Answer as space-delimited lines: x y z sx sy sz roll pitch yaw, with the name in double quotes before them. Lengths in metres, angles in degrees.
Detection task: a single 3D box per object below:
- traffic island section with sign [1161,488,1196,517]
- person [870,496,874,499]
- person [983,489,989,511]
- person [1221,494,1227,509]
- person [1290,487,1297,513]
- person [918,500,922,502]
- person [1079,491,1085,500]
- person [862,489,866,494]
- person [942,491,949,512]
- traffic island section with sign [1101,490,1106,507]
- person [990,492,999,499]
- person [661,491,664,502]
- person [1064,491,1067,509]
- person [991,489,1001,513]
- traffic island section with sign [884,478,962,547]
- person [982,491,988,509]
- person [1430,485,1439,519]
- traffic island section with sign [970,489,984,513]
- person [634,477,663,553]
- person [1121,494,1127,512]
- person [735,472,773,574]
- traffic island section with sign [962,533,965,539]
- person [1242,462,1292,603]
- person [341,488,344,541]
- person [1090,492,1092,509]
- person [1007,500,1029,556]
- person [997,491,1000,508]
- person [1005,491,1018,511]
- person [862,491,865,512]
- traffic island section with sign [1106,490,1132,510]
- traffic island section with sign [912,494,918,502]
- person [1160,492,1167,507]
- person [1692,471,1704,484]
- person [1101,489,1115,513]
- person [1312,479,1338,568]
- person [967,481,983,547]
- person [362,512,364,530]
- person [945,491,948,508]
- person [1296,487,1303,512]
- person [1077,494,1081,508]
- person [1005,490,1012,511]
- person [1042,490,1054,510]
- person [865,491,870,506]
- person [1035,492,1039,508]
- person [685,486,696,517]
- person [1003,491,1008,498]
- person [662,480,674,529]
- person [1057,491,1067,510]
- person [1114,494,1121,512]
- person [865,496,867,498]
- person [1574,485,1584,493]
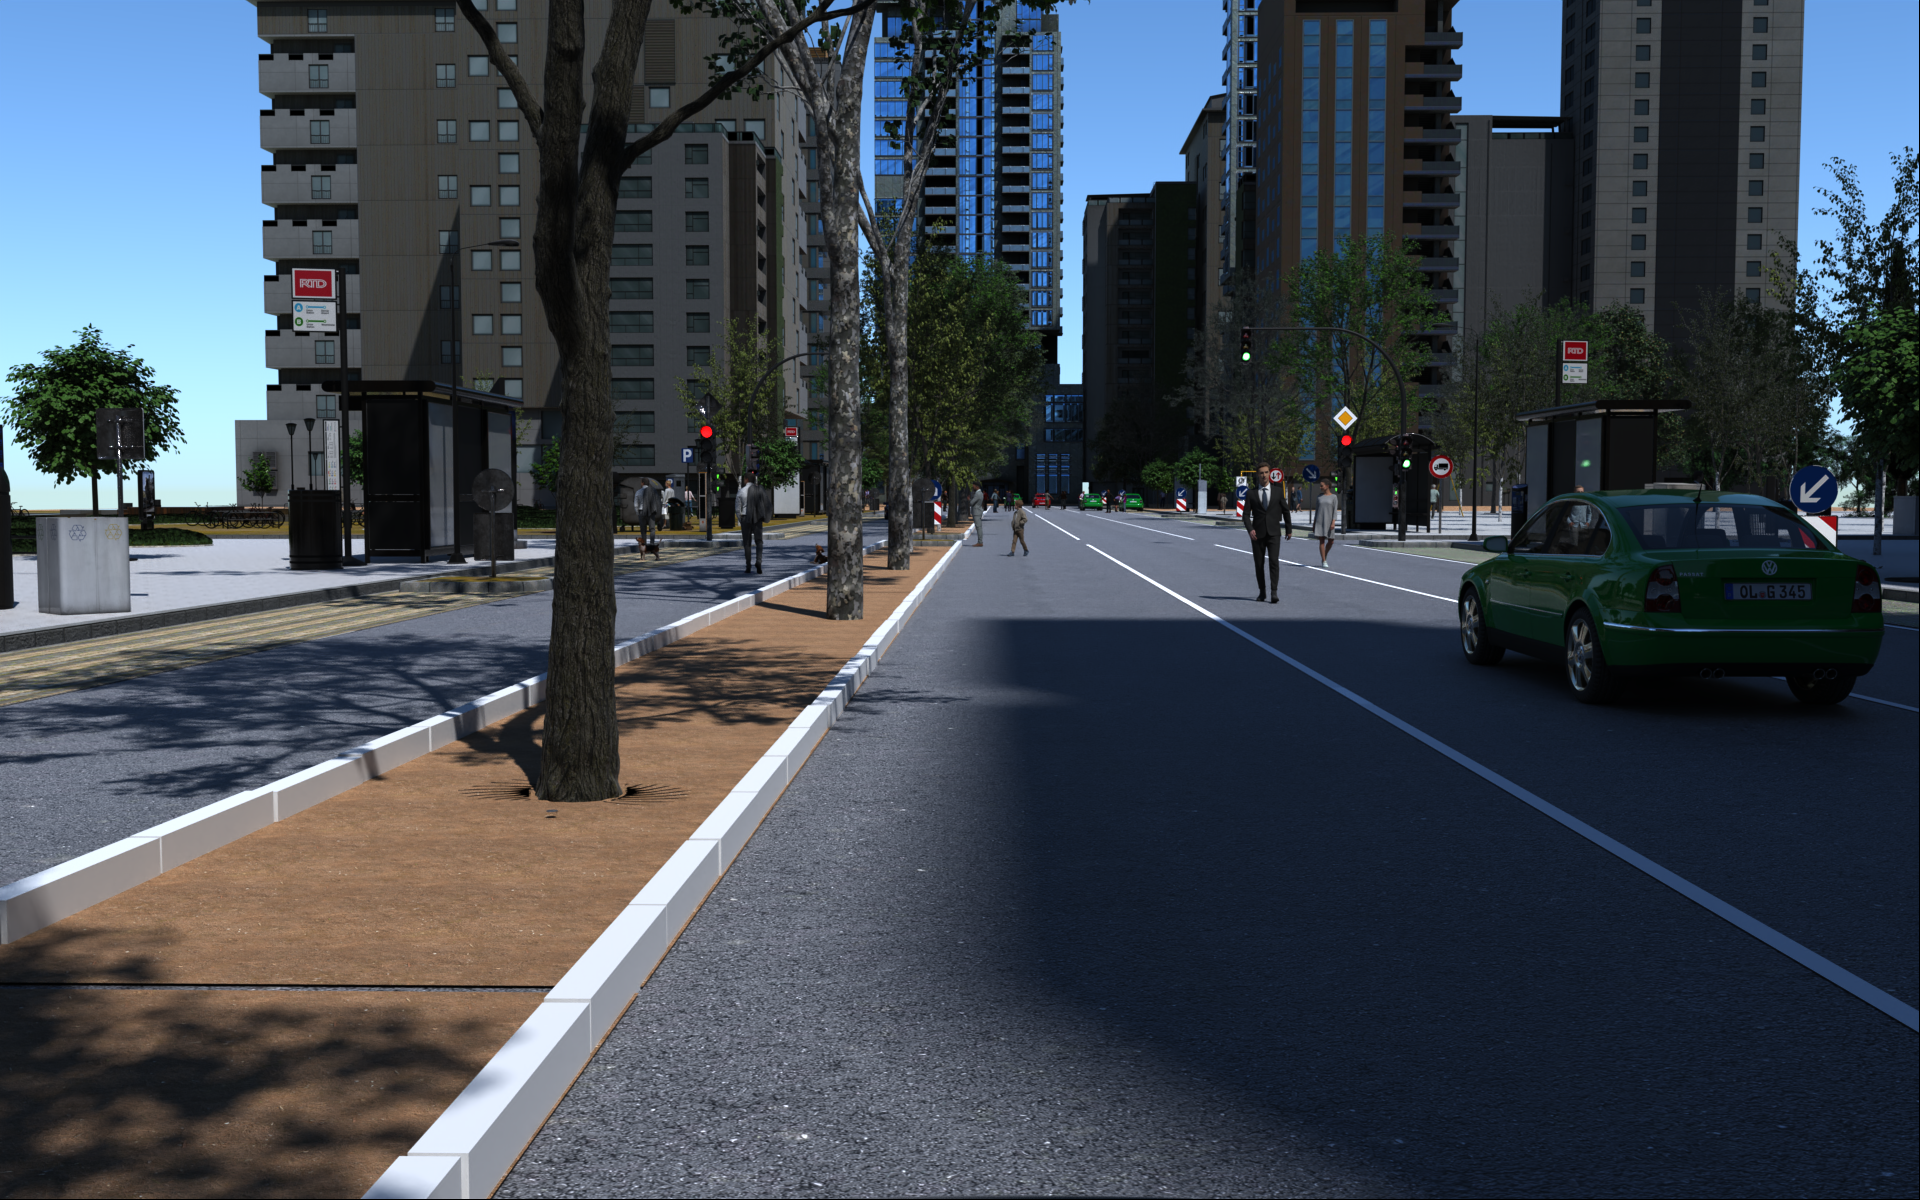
"traffic island section with sign" 13.463 -6.010 106.899 1.989 1.847 2.006 0 4 1
"person" -8.337 -9.554 163.173 0.530 1.710 0.541 3 5 42
"person" 2.117 -8.516 147.704 0.705 1.831 1.348 3 4 37
"person" 18.368 -6.742 120.542 0.475 1.303 0.640 0 4 -6
"person" 22.904 -6.884 119.020 0.576 1.772 0.534 3 4 37
"person" -3.085 -7.715 135.088 0.683 1.767 0.568 2 4 28
"person" 11.633 -9.428 163.589 0.756 1.711 0.436 -2 4 -27
"person" -8.622 -8.934 152.911 0.445 1.727 0.742 2 4 32
"person" -1.179 -8.109 141.909 0.721 1.723 1.217 2 4 29
"traffic island section with sign" 15.251 -10.774 184.783 1.989 1.847 2.006 0 4 1
"person" 3.545 -10.253 176.849 0.721 1.743 1.217 3 5 44
"person" -17.035 -5.622 98.319 0.694 1.780 0.624 1 4 22
"person" 9.730 -9.352 162.223 0.721 1.723 1.217 1 4 13
"person" 2.752 -7.652 133.691 0.705 1.814 1.350 2 4 34
"traffic island section with sign" -1.045 -2.433 47.914 2.006 1.907 1.989 0 4 1
"person" 2.393 -9.669 167.138 0.990 1.755 0.434 -3 5 -42
"person" 24.132 -4.987 88.063 0.782 1.767 0.515 1 4 11
"traffic island section with sign" 0.845 -7.480 130.439 2.006 1.907 1.989 0 4 1
"person" -7.495 -2.023 41.680 0.679 1.850 0.850 -1 4 -16
"person" 12.753 -7.523 134.730 0.599 1.433 0.991 2 4 27
"person" -3.719 -1.387 31.271 0.679 1.850 0.850 -1 4 -14
"traffic island section with sign" -0.866 -2.886 55.319 2.006 1.907 1.989 0 4 1
"person" 4.068 -0.896 22.932 0.659 1.850 0.755 1 4 10
"person" -15.136 -2.154 41.812 0.519 1.759 0.362 -2 4 -26
"person" 12.822 -9.706 168.665 0.593 1.643 0.415 -2 4 -31
"person" 1.366 -1.657 39.859 0.475 1.303 0.640 3 5 42
"person" 3.927 -10.740 184.611 0.721 1.766 1.217 -2 4 -23
"person" 4.464 -8.503 148.236 1.217 1.735 0.721 1 4 11
"person" -7.036 -7.155 122.989 0.622 1.834 0.822 1 4 20
"traffic island section with sign" 14.629 -9.126 157.835 1.989 1.847 2.006 0 4 1
"traffic island section with sign" -4.100 -9.107 157.523 1.989 1.847 2.006 0 4 1
"person" 19.593 -9.780 166.881 0.756 1.711 0.436 1 4 15
"person" 17.924 -2.222 42.150 0.755 1.850 0.659 1 4 11
"person" 11.333 -7.569 132.280 1.348 1.821 0.705 3 5 43
"person" 7.141 -1.510 33.943 0.466 1.731 0.760 0 4 -1
"person" 0.414 -2.365 47.345 0.466 1.800 0.511 0 4 -5
"person" -21.044 -3.148 61.754 0.590 1.304 0.306 -2 4 -34
"person" -1.396 -10.274 177.029 0.434 1.755 0.990 1 4 11
"person" 24.388 -7.255 124.687 0.654 1.822 0.581 0 4 -6
"person" 12.020 -9.898 173.552 0.599 1.433 0.991 -2 4 -27
"person" 4.021 -8.193 142.899 0.683 1.767 0.568 2 4 25
"person" 8.003 -9.186 158.700 1.348 1.824 0.705 3 5 40
"person" -10.058 -11.112 187.596 0.709 1.838 0.599 0 4 5
"person" 8.136 -10.545 182.385 0.415 1.643 0.593 2 4 30
"person" -15.204 -5.560 97.613 0.731 1.740 0.598 -2 4 -24
"person" 4.940 -10.443 179.768 1.217 1.766 0.721 2 4 35
"person" -10.692 -3.497 63.563 0.624 1.780 0.694 3 5 44
"person" 9.444 -9.240 160.404 1.217 1.723 0.721 -3 4 -37
"person" 12.610 -7.774 138.836 0.697 1.427 0.421 -3 4 -39
"person" -8.029 -8.030 137.341 1.348 1.822 0.705 -1 4 -16
"person" 11.955 -1.417 33.481 0.589 1.601 0.330 1 4 10
